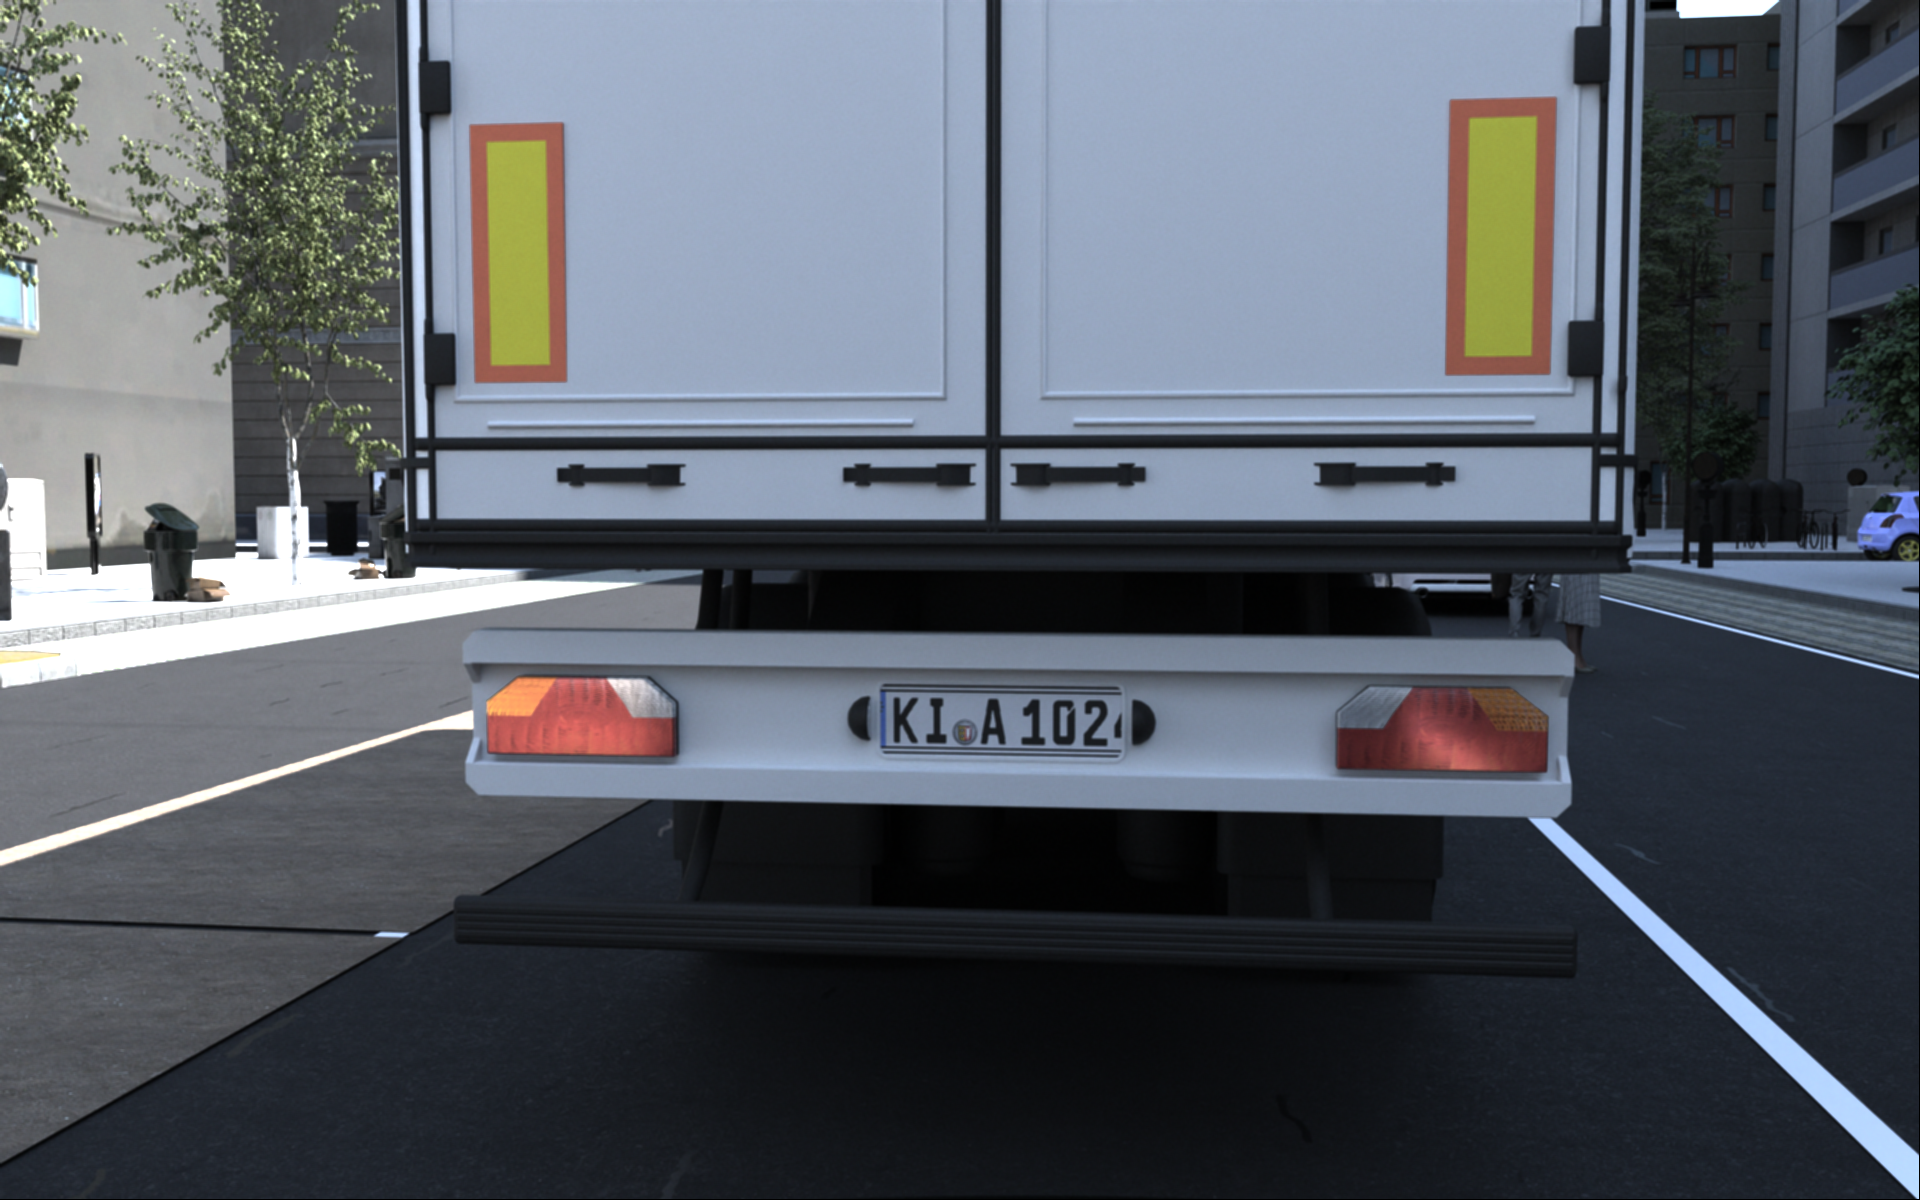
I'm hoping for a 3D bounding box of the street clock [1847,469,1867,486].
[{"bbox_3d":[25.698,-2.757,49.655,0.471,2.002,0.358,3,5,44],"label":"street clock"}]

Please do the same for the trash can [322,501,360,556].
[{"bbox_3d":[-12.877,-1.494,36.087,0.748,1.137,0.748,0,3,0],"label":"trash can"}]

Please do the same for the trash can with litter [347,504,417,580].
[{"bbox_3d":[-8.656,-0.902,26.142,1.055,1.170,0.624,-3,5,-40],"label":"trash can with litter"}]

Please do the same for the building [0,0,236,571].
[{"bbox_3d":[-26.314,-24.485,24.035,21.600,48.544,21.300,0,4,8],"label":"building"}]

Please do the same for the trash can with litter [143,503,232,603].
[{"bbox_3d":[-9.221,-0.572,20.743,1.055,1.170,0.624,1,4,19],"label":"trash can with litter"}]

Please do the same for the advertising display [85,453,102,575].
[{"bbox_3d":[-13.829,-1.373,27.668,0.123,1.923,0.974,-1,4,-21],"label":"advertising display"}]

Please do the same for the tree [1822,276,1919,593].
[{"bbox_3d":[13.141,-2.381,22.648,4.285,4.588,4.351,0,3,0],"label":"tree"}]

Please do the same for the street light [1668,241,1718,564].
[{"bbox_3d":[13.413,-3.611,31.826,0.468,5.910,1.993,0,4,8],"label":"street light"}]

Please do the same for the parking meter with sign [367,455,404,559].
[{"bbox_3d":[-10.867,-2.306,33.958,1.738,3.016,0.543,2,4,25],"label":"parking meter with sign"}]

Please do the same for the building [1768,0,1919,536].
[{"bbox_3d":[40.543,-30.915,47.452,28.212,58.520,21.231,0,4,8],"label":"building"}]

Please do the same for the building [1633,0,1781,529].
[{"bbox_3d":[36.518,-14.144,76.302,27.650,21.520,28.899,0,4,8],"label":"building"}]

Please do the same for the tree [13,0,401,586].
[{"bbox_3d":[-9.265,-4.488,23.749,4.737,8.622,4.395,0,3,0],"label":"tree"}]

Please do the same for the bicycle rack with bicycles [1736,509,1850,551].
[{"bbox_3d":[19.486,-1.670,40.685,2.852,0.926,2.925,2,4,31],"label":"bicycle rack with bicycles"}]

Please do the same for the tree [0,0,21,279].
[{"bbox_3d":[-10.988,-4.169,18.518,4.737,8.622,4.395,0,3,0],"label":"tree"}]

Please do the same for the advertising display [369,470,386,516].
[{"bbox_3d":[-15.387,-2.515,46.340,0.123,1.923,0.974,2,4,25],"label":"advertising display"}]

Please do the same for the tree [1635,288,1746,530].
[{"bbox_3d":[24.985,-6.763,60.931,4.360,8.622,3.978,0,3,0],"label":"tree"}]

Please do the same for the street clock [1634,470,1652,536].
[{"bbox_3d":[20.637,-2.926,52.404,0.471,2.002,0.358,-1,4,-16],"label":"street clock"}]

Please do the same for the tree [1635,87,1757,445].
[{"bbox_3d":[16.962,-7.793,45.535,7.486,12.596,7.792,0,3,0],"label":"tree"}]

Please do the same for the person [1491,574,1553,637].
[{"bbox_3d":[5.073,-0.411,15.347,0.709,1.813,0.853,1,4,20],"label":"person"}]

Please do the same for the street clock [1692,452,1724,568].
[{"bbox_3d":[12.946,-1.557,30.020,0.358,2.002,0.471,-3,4,-38],"label":"street clock"}]

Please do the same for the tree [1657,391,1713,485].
[{"bbox_3d":[23.940,-4.375,55.244,4.285,4.588,4.351,0,3,0],"label":"tree"}]

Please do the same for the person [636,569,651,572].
[{"bbox_3d":[-5.909,-1.410,31.982,0.576,1.772,0.534,-1,4,-11],"label":"person"}]

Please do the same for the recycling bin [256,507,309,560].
[{"bbox_3d":[-13.342,-1.319,34.123,0.722,1.027,0.722,3,4,38],"label":"recycling bin"}]

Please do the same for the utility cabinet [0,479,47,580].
[{"bbox_3d":[-14.008,-1.015,25.278,0.318,1.500,1.173,2,4,34],"label":"utility cabinet"}]

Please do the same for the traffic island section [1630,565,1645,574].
[{"bbox_3d":[11.464,-0.629,32.572,2.009,0.180,2.903,0,4,8],"label":"traffic island section"}]

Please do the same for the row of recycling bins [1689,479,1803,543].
[{"bbox_3d":[21.125,-2.408,46.480,3.534,1.692,1.069,-1,4,-19],"label":"row of recycling bins"}]

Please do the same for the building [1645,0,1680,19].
[{"bbox_3d":[34.725,-20.446,105.991,14.160,30.474,14.107,0,4,8],"label":"building"}]

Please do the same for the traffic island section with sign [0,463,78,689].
[{"bbox_3d":[-7.984,-0.282,13.247,1.989,1.847,2.006,0,4,8],"label":"traffic island section with sign"}]

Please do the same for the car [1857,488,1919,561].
[{"bbox_3d":[20.531,-1.587,35.534,3.694,1.707,1.945,0,4,7],"label":"car"}]

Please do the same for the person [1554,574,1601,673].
[{"bbox_3d":[5.079,-0.298,13.937,0.524,1.755,0.480,2,4,31],"label":"person"}]

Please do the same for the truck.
[{"bbox_3d":[0.707,-1.219,8.848,2.839,4.237,11.283,0,4,7],"label":"truck"}]

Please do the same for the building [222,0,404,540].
[{"bbox_3d":[-14.901,-16.558,56.627,13.634,28.700,20.117,0,4,8],"label":"building"}]

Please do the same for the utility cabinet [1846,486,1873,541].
[{"bbox_3d":[24.113,-2.281,45.970,0.318,1.500,1.173,-1,4,-16],"label":"utility cabinet"}]

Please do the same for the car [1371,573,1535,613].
[{"bbox_3d":[6.339,-0.609,22.322,2.083,1.381,4.827,1,4,9],"label":"car"}]

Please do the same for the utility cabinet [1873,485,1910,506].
[{"bbox_3d":[23.530,-2.142,43.694,0.318,1.500,1.173,0,4,4],"label":"utility cabinet"}]
